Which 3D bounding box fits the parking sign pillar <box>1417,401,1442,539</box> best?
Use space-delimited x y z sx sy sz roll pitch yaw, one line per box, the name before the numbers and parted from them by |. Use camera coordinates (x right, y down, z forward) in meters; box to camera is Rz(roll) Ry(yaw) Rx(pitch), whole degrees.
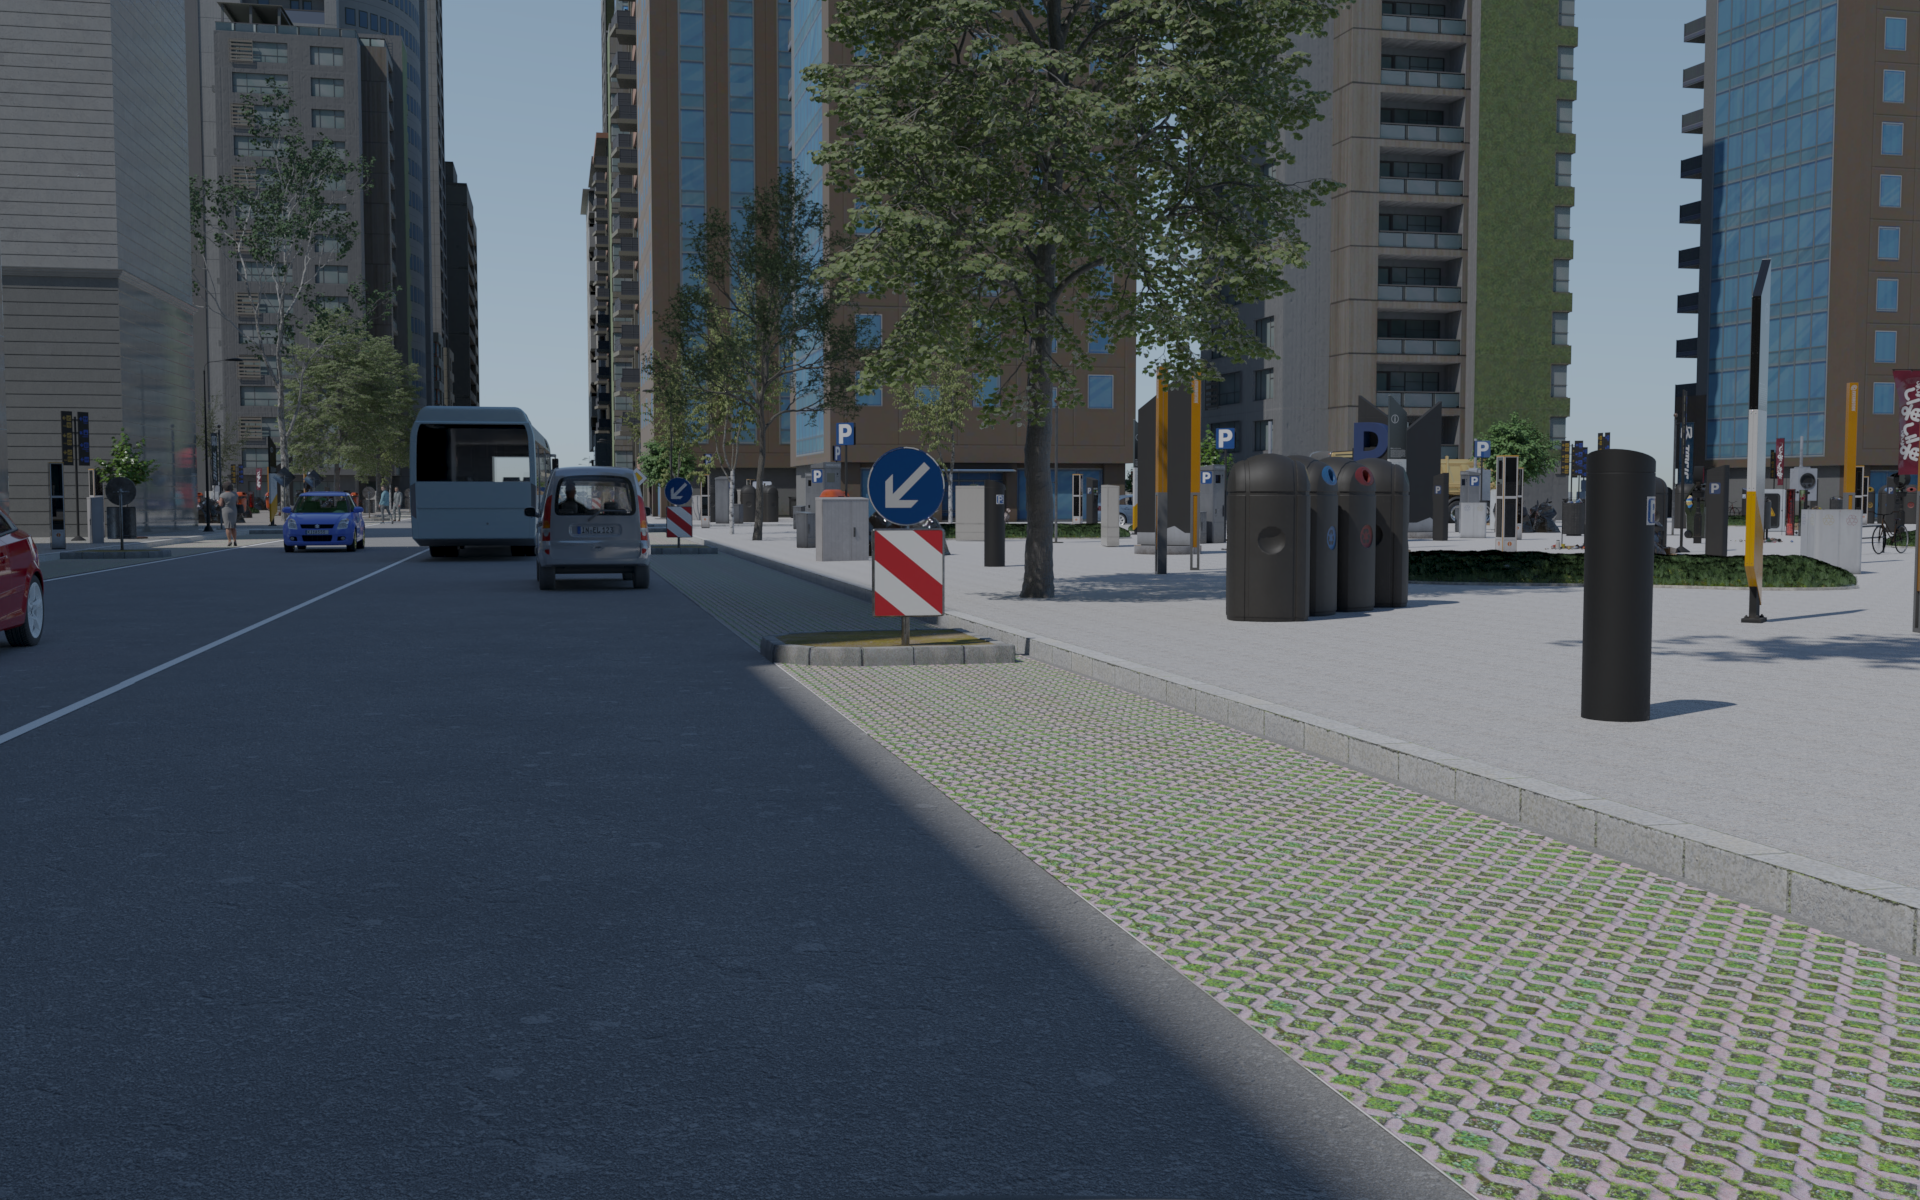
parking sign pillar | 13.309 -3.778 50.242 1.447 3.967 1.447 -2 4 -27

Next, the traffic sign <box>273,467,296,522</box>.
traffic sign | -24.544 -3.628 62.957 0.795 2.450 0.064 -1 4 -13

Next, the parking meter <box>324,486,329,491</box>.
parking meter | -47.957 -7.683 131.327 0.399 1.863 0.255 -1 4 -10

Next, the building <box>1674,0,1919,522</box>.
building | 48.828 -27.002 91.596 14.200 45.320 14.600 -1 4 -13

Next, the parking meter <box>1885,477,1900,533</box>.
parking meter | 31.140 -3.184 57.776 0.255 1.863 0.399 -1 4 -17

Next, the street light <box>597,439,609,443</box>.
street light | -31.208 -11.009 152.539 1.470 5.913 1.316 -1 4 -13

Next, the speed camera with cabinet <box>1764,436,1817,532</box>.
speed camera with cabinet | 28.026 -3.951 58.935 2.038 3.252 0.660 0 4 -2

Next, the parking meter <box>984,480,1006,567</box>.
parking meter | 0.612 -1.356 30.589 0.372 1.533 0.369 0 3 0

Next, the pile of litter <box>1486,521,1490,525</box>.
pile of litter | 22.329 -3.474 70.771 1.719 0.858 1.176 3 4 39

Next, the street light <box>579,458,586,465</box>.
street light | -49.756 -15.837 231.482 1.470 5.913 1.316 -1 4 -13

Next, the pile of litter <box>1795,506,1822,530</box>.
pile of litter | 30.153 -2.907 61.488 1.719 0.858 1.176 0 4 -6

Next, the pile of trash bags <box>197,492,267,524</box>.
pile of trash bags | -32.660 -4.111 76.962 1.912 1.369 3.447 0 4 4

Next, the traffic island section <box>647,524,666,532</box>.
traffic island section | -12.257 -2.667 65.889 2.009 0.180 2.903 -1 4 -13

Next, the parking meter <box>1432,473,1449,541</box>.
parking meter | 13.169 -2.554 47.468 0.255 1.863 0.399 -2 4 -33

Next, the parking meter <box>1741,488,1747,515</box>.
parking meter | 32.998 -3.930 72.661 0.372 1.533 0.369 0 3 0

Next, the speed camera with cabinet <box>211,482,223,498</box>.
speed camera with cabinet | -55.235 -8.222 128.759 0.660 3.252 2.038 -1 4 -14

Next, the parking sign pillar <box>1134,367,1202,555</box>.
parking sign pillar | 4.468 -2.975 37.119 1.447 3.967 1.447 3 4 36

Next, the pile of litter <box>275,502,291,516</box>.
pile of litter | -39.628 -5.373 101.820 1.719 0.858 1.176 2 4 31

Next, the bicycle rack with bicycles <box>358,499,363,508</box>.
bicycle rack with bicycles | -46.635 -7.424 134.765 2.925 0.926 2.852 -2 4 -30

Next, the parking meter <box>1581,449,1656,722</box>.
parking meter | 3.751 -0.089 9.871 0.372 1.533 0.369 0 3 0

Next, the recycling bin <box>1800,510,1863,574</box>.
recycling bin | 14.082 -0.945 28.005 0.722 1.027 0.722 0 4 7

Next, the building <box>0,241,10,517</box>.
building | -26.065 -13.062 18.076 19.350 26.468 34.151 -1 4 -13

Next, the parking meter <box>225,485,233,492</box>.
parking meter | -45.152 -6.195 107.007 0.255 1.863 0.399 3 5 40

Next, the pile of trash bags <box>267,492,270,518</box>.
pile of trash bags | -38.558 -5.099 93.129 3.447 1.369 1.912 -2 4 -28

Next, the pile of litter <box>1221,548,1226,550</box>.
pile of litter | 6.864 -1.563 39.512 1.719 0.858 1.176 2 4 24

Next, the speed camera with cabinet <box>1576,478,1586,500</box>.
speed camera with cabinet | 40.668 -7.247 112.824 0.660 3.252 2.038 2 4 31

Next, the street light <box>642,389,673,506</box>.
street light | -13.372 -6.384 76.925 1.470 5.913 1.316 -1 4 -13

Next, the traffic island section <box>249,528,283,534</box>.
traffic island section | -24.566 -2.491 63.013 2.009 0.180 2.903 -1 4 -13

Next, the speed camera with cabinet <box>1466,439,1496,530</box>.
speed camera with cabinet | 18.963 -4.106 61.465 0.660 3.252 2.038 -3 4 -36

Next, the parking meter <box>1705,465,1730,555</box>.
parking meter | 15.249 -1.786 34.909 0.255 1.863 0.399 -3 5 -41

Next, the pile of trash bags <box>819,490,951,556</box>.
pile of trash bags | -1.746 -1.572 35.449 1.912 1.369 3.447 2 4 32

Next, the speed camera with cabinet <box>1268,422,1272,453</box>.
speed camera with cabinet | 9.158 -3.232 47.180 2.038 3.252 0.660 2 4 27

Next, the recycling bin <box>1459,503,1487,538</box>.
recycling bin | 14.977 -2.327 50.597 0.722 1.027 0.722 1 4 12

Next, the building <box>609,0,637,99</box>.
building | -14.391 -28.990 128.609 22.147 44.769 28.867 -1 4 -13

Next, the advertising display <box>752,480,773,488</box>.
advertising display | -9.318 -4.673 81.619 0.974 1.923 0.123 0 4 2

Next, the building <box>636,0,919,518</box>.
building | -11.109 -27.460 99.082 14.600 45.320 14.200 -1 4 -13

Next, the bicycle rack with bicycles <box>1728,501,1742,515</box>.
bicycle rack with bicycles | 39.777 -4.497 86.910 2.852 0.926 2.925 -1 4 -17

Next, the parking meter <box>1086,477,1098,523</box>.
parking meter | 4.571 -3.311 59.844 0.255 1.863 0.399 -3 4 -36

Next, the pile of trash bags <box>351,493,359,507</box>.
pile of trash bags | -38.870 -6.087 109.270 1.912 1.369 3.447 0 4 7

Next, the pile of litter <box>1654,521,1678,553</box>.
pile of litter | 13.165 -1.123 32.321 1.176 0.858 1.719 2 4 28

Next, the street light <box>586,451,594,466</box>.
street light | -39.283 -13.123 187.100 1.470 5.913 1.316 -1 4 -13

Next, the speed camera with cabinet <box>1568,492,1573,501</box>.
speed camera with cabinet | 43.014 -7.958 124.447 0.660 3.252 2.038 -2 4 -33

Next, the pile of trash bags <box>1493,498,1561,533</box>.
pile of trash bags | 18.983 -2.986 58.576 1.912 1.369 3.447 0 4 3

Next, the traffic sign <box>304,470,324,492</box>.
traffic sign | -26.371 -4.103 70.731 0.795 2.450 0.064 -1 4 -13

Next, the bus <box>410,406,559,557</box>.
bus | -11.564 -2.934 42.836 2.948 3.499 13.247 -1 4 -12

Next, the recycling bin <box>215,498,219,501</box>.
recycling bin | -53.111 -6.841 124.404 0.722 1.027 0.722 -1 4 -12

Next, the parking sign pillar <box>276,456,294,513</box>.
parking sign pillar | -47.072 -8.071 120.430 1.447 3.967 1.447 -2 4 -27

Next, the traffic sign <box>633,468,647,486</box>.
traffic sign | -12.278 -3.802 65.807 0.795 2.450 0.064 -1 4 -13

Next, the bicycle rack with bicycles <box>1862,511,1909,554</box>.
bicycle rack with bicycles | 20.437 -1.422 36.633 2.852 0.926 2.925 3 5 45

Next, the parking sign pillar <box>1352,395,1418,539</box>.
parking sign pillar | 11.262 -3.568 46.805 1.447 3.967 1.447 -3 5 -45

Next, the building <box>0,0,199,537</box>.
building | -40.545 -16.846 52.920 29.804 29.767 11.434 -1 4 -13

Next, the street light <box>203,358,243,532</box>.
street light | -25.144 -5.294 59.100 1.470 5.913 1.316 -1 4 -13

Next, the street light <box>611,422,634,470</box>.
street light | -21.633 -8.512 111.712 1.470 5.913 1.316 -1 4 -13

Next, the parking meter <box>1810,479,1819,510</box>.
parking meter | 33.425 -3.797 67.787 0.255 1.863 0.399 2 4 23
